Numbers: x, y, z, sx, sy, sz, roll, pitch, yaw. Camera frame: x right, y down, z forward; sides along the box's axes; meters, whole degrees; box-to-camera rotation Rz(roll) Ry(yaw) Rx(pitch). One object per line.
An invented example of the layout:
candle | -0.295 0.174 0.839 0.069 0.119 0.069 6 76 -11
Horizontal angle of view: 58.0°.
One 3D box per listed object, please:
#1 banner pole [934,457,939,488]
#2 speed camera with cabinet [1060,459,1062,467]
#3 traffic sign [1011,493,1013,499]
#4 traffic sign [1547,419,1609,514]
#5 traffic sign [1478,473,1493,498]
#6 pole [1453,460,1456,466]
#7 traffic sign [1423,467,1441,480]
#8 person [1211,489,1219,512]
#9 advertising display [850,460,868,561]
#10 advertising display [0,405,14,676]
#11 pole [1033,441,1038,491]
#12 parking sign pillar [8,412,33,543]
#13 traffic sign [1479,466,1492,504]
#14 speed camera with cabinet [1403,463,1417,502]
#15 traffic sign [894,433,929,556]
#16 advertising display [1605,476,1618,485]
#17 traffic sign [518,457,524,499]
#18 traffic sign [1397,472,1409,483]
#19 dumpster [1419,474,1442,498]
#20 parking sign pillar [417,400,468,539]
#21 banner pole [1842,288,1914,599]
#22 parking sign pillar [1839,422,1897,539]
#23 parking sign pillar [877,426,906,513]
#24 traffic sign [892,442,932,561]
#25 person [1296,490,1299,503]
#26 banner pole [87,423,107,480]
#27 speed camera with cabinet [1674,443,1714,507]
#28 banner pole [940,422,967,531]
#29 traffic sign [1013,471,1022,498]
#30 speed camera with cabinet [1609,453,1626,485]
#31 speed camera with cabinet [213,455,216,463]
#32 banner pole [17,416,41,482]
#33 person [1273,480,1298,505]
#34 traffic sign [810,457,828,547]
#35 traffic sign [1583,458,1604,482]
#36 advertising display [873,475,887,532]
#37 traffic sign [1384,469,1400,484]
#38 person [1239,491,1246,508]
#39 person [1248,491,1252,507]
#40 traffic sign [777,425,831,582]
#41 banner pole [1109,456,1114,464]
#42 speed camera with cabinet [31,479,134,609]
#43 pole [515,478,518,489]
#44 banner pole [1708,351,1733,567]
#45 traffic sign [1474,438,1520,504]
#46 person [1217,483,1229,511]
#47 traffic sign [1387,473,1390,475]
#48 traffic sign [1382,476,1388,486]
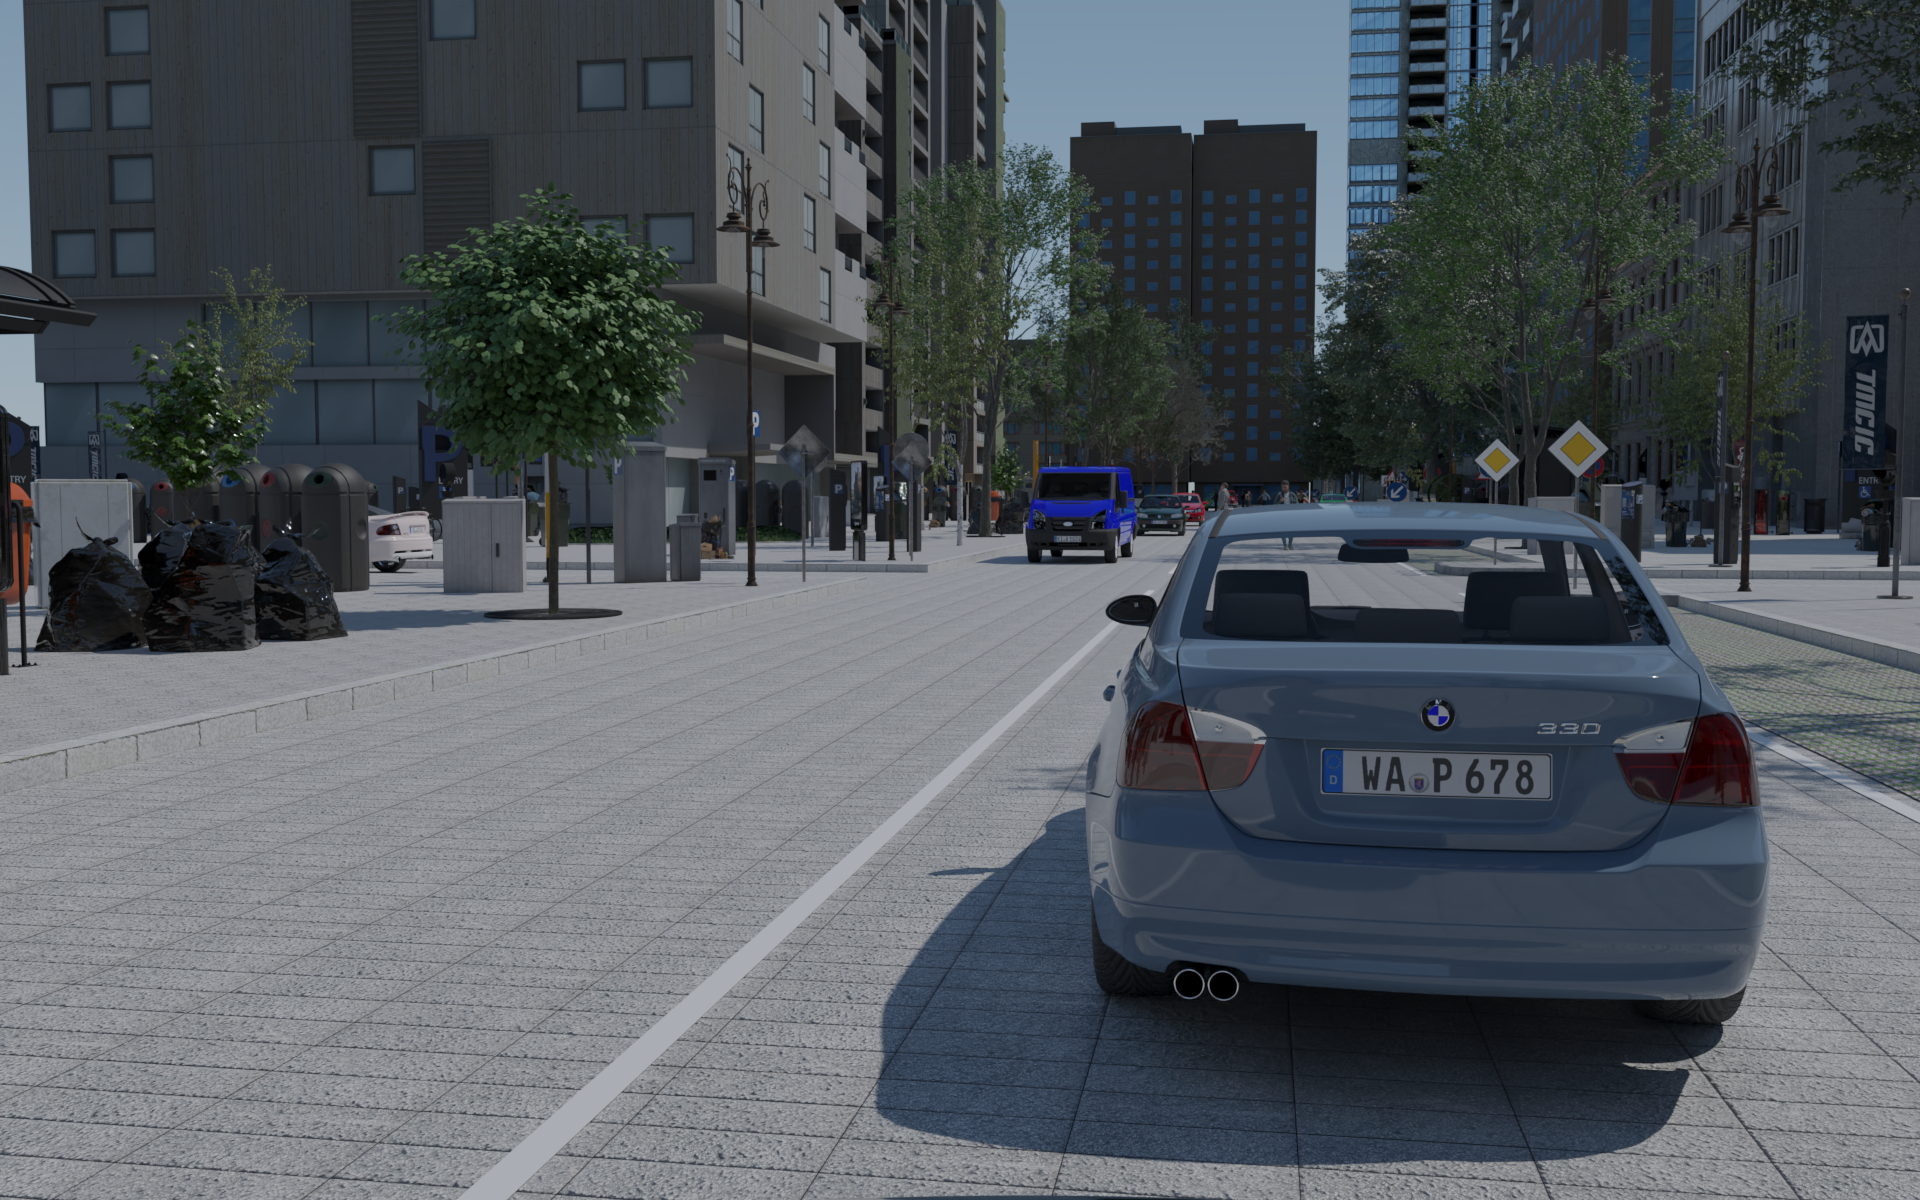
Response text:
banner pole | -1.283 -6.835 101.766 0.401 3.779 0.863 -3 5 -41
speed camera with cabinet | 5.612 -6.436 99.571 0.660 3.252 2.038 0 4 3
traffic sign | 2.516 -5.117 83.767 0.768 2.556 0.104 1 4 10
traffic sign | 8.316 -1.206 23.364 0.795 2.450 0.064 1 4 10
traffic sign | 19.954 -4.010 65.567 0.884 2.594 0.081 1 4 13
pole | 29.706 -6.751 104.225 0.158 3.312 0.155 0 3 0
traffic sign | 21.155 -4.744 77.674 0.768 2.556 0.104 1 4 14
person | 20.303 -7.899 137.670 0.705 1.821 1.348 -1 4 -15
advertising display | -1.949 -1.723 33.382 0.123 1.923 0.974 -1 4 -16
advertising display | -7.195 -0.425 12.169 0.974 1.923 0.123 0 4 -8
pole | 2.891 -4.424 66.169 0.158 3.312 0.155 0 3 0
parking sign pillar | -25.132 -3.489 45.514 1.447 3.967 1.447 -2 4 -29
traffic sign | 16.949 -3.377 55.316 0.768 2.556 0.104 1 4 18
speed camera with cabinet | 26.408 -6.586 102.012 2.038 3.252 0.660 -3 5 -40
traffic sign | -1.020 -2.191 35.922 0.768 2.556 0.104 1 4 11
advertising display | 23.376 -3.485 62.192 0.123 1.923 0.974 3 5 40
traffic sign | -6.487 -1.557 25.570 0.768 2.556 0.104 1 4 15
traffic sign | 24.954 -5.980 97.877 0.768 2.556 0.104 1 4 17
dumpster | 21.995 -4.727 79.776 1.502 2.255 1.985 1 4 10
parking sign pillar | -14.818 -3.742 49.660 1.447 3.967 1.447 -2 4 -29
banner pole | 11.278 -1.911 21.262 0.863 3.779 0.401 2 4 28
parking sign pillar | 26.020 -3.736 49.562 1.447 3.967 1.447 -2 4 -34
parking sign pillar | -2.625 -4.930 69.072 1.447 3.967 1.447 -2 4 -30
traffic sign | -0.921 -1.800 33.065 0.795 2.450 0.064 1 4 10
person | 32.559 -9.697 167.053 0.705 1.823 1.348 1 4 9
banner pole | -30.187 -4.328 60.775 0.863 3.779 0.401 0 4 5
speed camera with cabinet | 28.365 -4.386 66.044 2.038 3.252 0.660 0 4 -2
banner pole | -0.171 -4.278 59.957 0.863 3.779 0.401 -1 4 -18
traffic sign | 2.565 -5.035 82.430 0.768 2.556 0.104 1 4 19
speed camera with cabinet | 30.603 -5.371 82.150 2.038 3.252 0.660 -2 4 -24
speed camera with cabinet | -24.070 -3.879 57.759 2.038 3.252 0.660 0 4 -1
banner pole | -30.052 -4.027 55.861 0.863 3.779 0.401 0 4 -5
person | 8.299 -2.153 44.046 0.623 1.781 0.721 -1 4 -13
traffic sign | -3.606 -2.576 42.217 0.768 2.556 0.104 1 4 14
traffic sign | 19.868 -3.333 54.598 0.768 2.556 0.104 1 4 13
advertising display | -2.711 -3.272 58.708 0.123 1.923 0.974 -2 4 -25
traffic sign | 22.862 -5.604 91.623 0.884 2.594 0.081 1 4 13
person | 24.128 -8.485 148.050 0.721 1.723 1.217 -1 4 -16
person | 26.713 -9.209 159.989 0.530 1.710 0.541 -1 4 -13
traffic sign | -2.271 -1.318 25.194 0.795 2.450 0.064 1 4 10
banner pole | 9.100 -6.982 104.170 0.401 3.779 0.863 -1 4 -17
speed camera with cabinet | -10.416 -1.530 19.351 2.038 3.252 0.660 -2 4 -32
pole | -13.862 -3.697 54.285 0.158 3.312 0.155 0 3 0
banner pole | 13.439 -2.483 30.609 0.401 3.779 0.863 1 4 12
traffic sign | 9.666 -1.688 31.235 0.795 2.450 0.064 1 4 10
person | 8.593 -2.945 56.839 0.473 1.802 0.592 3 5 43
traffic sign | 26.136 -6.412 104.948 0.768 2.556 0.104 1 4 15
traffic sign | 23.388 -5.675 94.923 0.606 2.300 0.079 1 4 14
